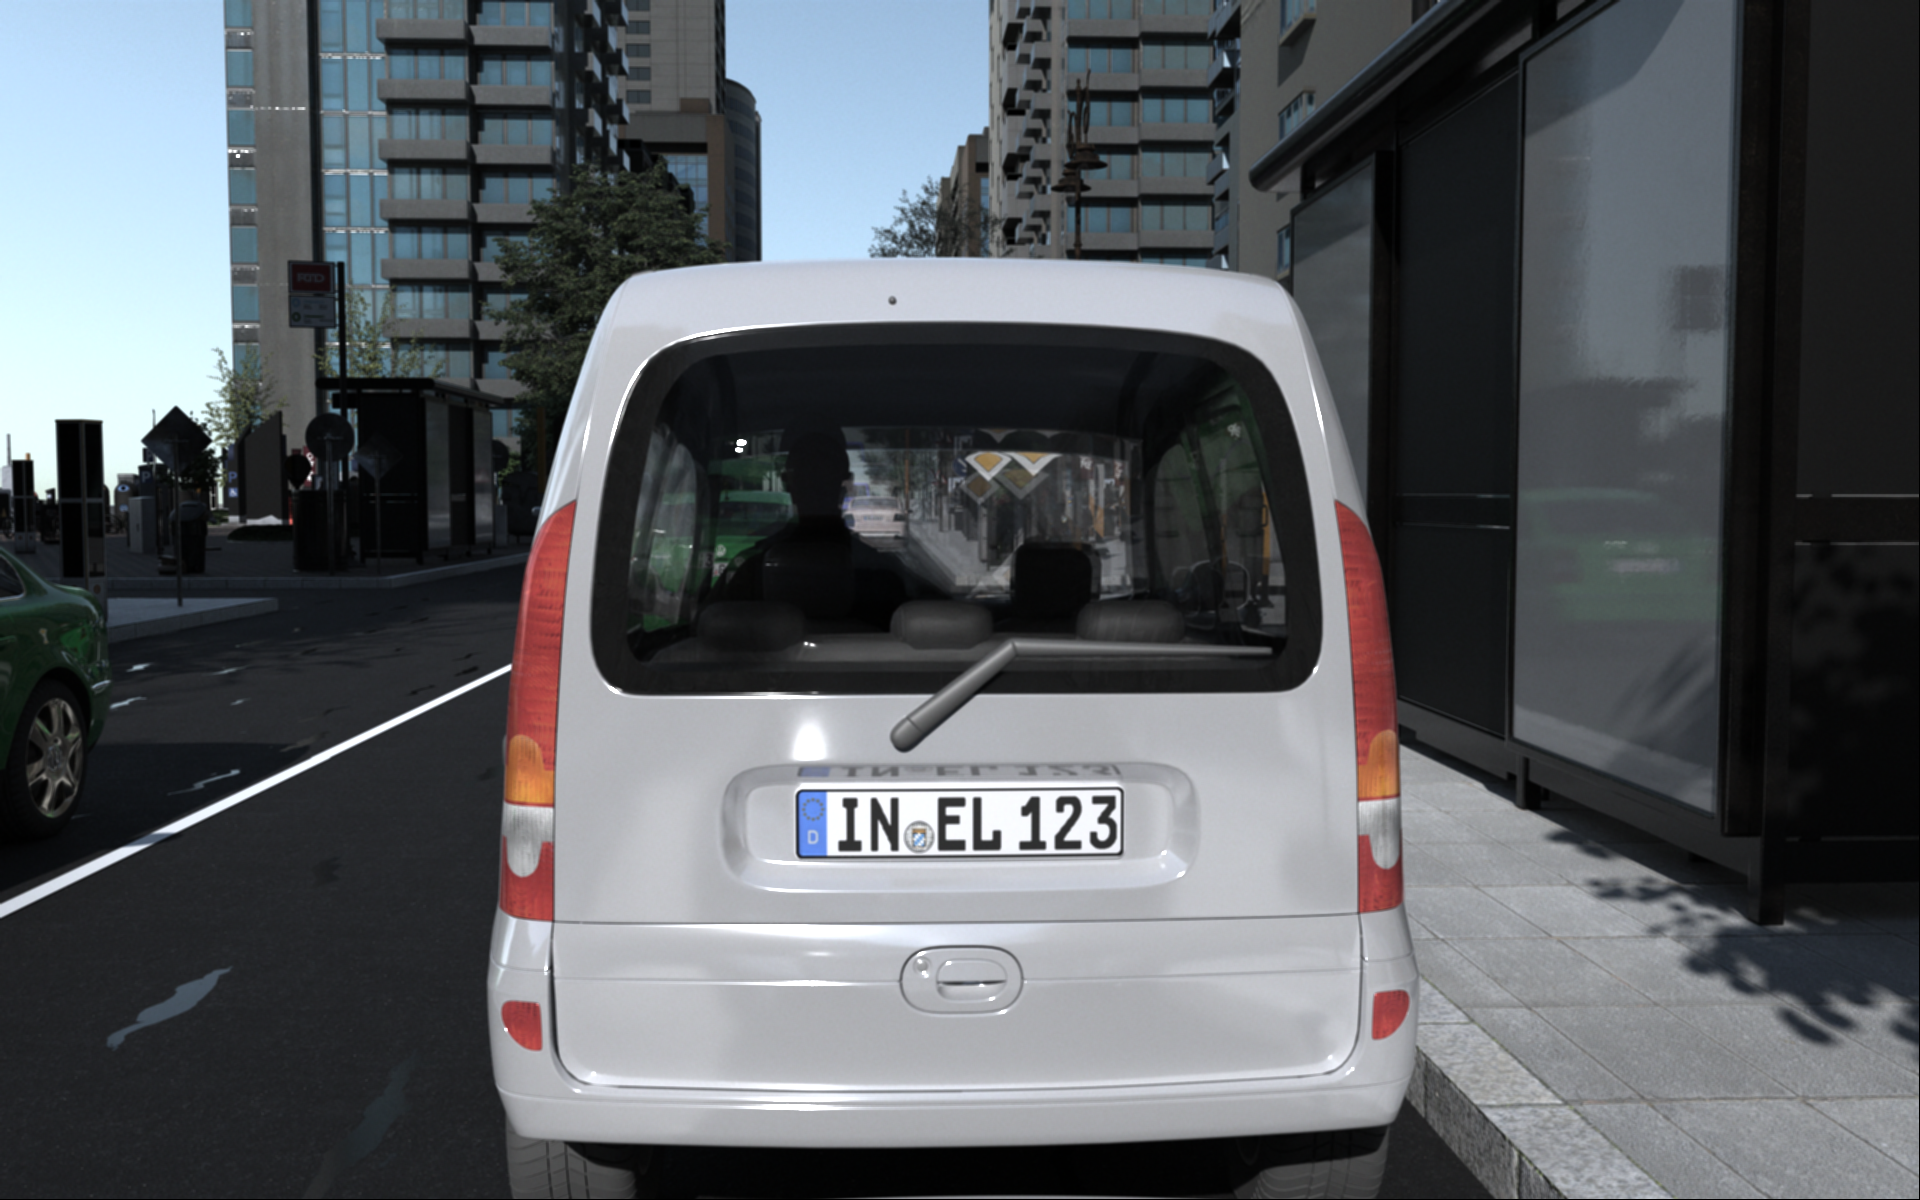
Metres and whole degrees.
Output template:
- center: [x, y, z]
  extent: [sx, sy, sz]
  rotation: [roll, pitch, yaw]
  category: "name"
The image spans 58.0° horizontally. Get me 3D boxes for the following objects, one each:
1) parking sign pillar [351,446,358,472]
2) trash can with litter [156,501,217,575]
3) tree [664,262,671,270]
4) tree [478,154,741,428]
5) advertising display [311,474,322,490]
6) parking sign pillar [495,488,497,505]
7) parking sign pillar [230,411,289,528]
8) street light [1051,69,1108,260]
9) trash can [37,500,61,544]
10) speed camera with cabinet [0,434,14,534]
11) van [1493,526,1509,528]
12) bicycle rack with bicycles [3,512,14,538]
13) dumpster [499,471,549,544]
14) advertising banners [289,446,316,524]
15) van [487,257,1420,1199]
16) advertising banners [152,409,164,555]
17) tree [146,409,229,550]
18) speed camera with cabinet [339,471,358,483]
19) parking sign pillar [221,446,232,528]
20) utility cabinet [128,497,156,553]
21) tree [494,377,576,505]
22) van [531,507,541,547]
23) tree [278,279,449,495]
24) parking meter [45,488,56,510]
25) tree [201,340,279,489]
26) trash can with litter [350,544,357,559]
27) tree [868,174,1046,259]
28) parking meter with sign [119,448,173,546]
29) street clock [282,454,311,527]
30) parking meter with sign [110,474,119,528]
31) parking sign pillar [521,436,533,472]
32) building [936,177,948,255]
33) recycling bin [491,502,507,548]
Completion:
- center: [-33.312, -6.558, 95.698]
  extent: [1.447, 3.967, 1.447]
  rotation: [-1, 4, -23]
  category: "parking sign pillar"
- center: [-12.501, -1.013, 27.948]
  extent: [0.624, 1.170, 1.055]
  rotation: [0, 4, 1]
  category: "trash can with litter"
- center: [-13.539, -10.216, 84.033]
  extent: [9.611, 12.733, 9.660]
  rotation: [0, 3, 0]
  category: "tree"
- center: [-12.483, -9.637, 64.213]
  extent: [9.857, 13.997, 8.962]
  rotation: [0, 3, 0]
  category: "tree"
- center: [-21.119, -3.191, 57.383]
  extent: [0.123, 1.923, 0.974]
  rotation: [1, 4, 16]
  category: "advertising display"
- center: [-24.010, -6.032, 87.091]
  extent: [1.447, 3.967, 1.447]
  rotation: [0, 4, -8]
  category: "parking sign pillar"
- center: [-22.566, -4.154, 56.384]
  extent: [1.447, 3.967, 1.447]
  rotation: [1, 4, 13]
  category: "parking sign pillar"
- center: [1.319, -2.854, 19.449]
  extent: [0.468, 5.910, 1.993]
  rotation: [0, 4, -3]
  category: "street light"
- center: [-23.278, -2.007, 44.464]
  extent: [0.748, 1.137, 0.748]
  rotation: [0, 3, 0]
  category: "trash can"
- center: [-31.099, -3.792, 56.336]
  extent: [0.660, 3.252, 2.038]
  rotation: [0, 4, 0]
  category: "speed camera with cabinet"
- center: [9.298, -1.066, 24.436]
  extent: [4.112, 2.044, 2.013]
  rotation: [0, 4, -3]
  category: "van"
- center: [-26.881, -2.302, 51.015]
  extent: [2.852, 0.926, 2.925]
  rotation: [1, 4, 21]
  category: "bicycle rack with bicycles"
- center: [-11.047, -2.364, 44.415]
  extent: [1.264, 1.857, 1.865]
  rotation: [0, 4, -3]
  category: "dumpster"
- center: [-24.282, -4.068, 62.700]
  extent: [2.074, 3.025, 0.090]
  rotation: [0, 4, -5]
  category: "advertising banners"
- center: [-0.082, 0.139, 4.740]
  extent: [2.013, 2.044, 4.112]
  rotation: [0, 4, -2]
  category: "van"
- center: [-16.985, -2.475, 36.657]
  extent: [0.090, 3.025, 2.074]
  rotation: [-1, 4, -22]
  category: "advertising banners"
- center: [-17.550, -2.763, 39.770]
  extent: [1.663, 3.219, 1.824]
  rotation: [0, 3, 0]
  category: "tree"
- center: [-24.684, -4.532, 68.429]
  extent: [0.660, 3.252, 2.038]
  rotation: [2, 4, 32]
  category: "speed camera with cabinet"
- center: [-27.446, -4.744, 66.029]
  extent: [1.447, 3.967, 1.447]
  rotation: [0, 4, 1]
  category: "parking sign pillar"
- center: [-18.039, -1.653, 38.192]
  extent: [0.306, 1.237, 1.020]
  rotation: [-3, 5, -40]
  category: "utility cabinet"
- center: [-11.033, -3.984, 48.855]
  extent: [4.285, 4.588, 4.351]
  rotation: [0, 3, 0]
  category: "tree"
- center: [-5.951, -1.326, 28.690]
  extent: [2.013, 2.044, 4.112]
  rotation: [0, 4, -2]
  category: "van"
- center: [-20.169, -6.708, 60.037]
  extent: [4.737, 8.622, 4.395]
  rotation: [0, 3, 0]
  category: "tree"
- center: [-38.552, -3.977, 73.428]
  extent: [0.372, 1.533, 0.369]
  rotation: [0, 3, 0]
  category: "parking meter"
- center: [-34.493, -8.132, 83.322]
  extent: [4.737, 8.622, 4.395]
  rotation: [0, 3, 0]
  category: "tree"
- center: [-12.315, -1.380, 33.946]
  extent: [0.624, 1.170, 1.055]
  rotation: [0, 4, 8]
  category: "trash can with litter"
- center: [-0.265, -9.559, 66.668]
  extent: [12.009, 13.543, 11.850]
  rotation: [0, 3, 0]
  category: "tree"
- center: [-20.190, -2.878, 43.314]
  extent: [0.543, 3.016, 1.738]
  rotation: [0, 4, 6]
  category: "parking meter with sign"
- center: [-12.096, -1.655, 31.635]
  extent: [0.471, 2.002, 0.358]
  rotation: [-2, 4, -29]
  category: "street clock"
- center: [-31.523, -4.248, 65.713]
  extent: [1.738, 3.016, 0.543]
  rotation: [1, 4, 8]
  category: "parking meter with sign"
- center: [-12.908, -3.989, 53.697]
  extent: [1.447, 3.967, 1.447]
  rotation: [0, 4, 3]
  category: "parking sign pillar"
- center: [7.583, -38.413, 251.761]
  extent: [21.300, 48.544, 21.600]
  rotation: [0, 4, -3]
  category: "building"
- center: [-11.298, -1.758, 41.291]
  extent: [0.722, 1.027, 0.722]
  rotation: [2, 4, 28]
  category: "recycling bin"
